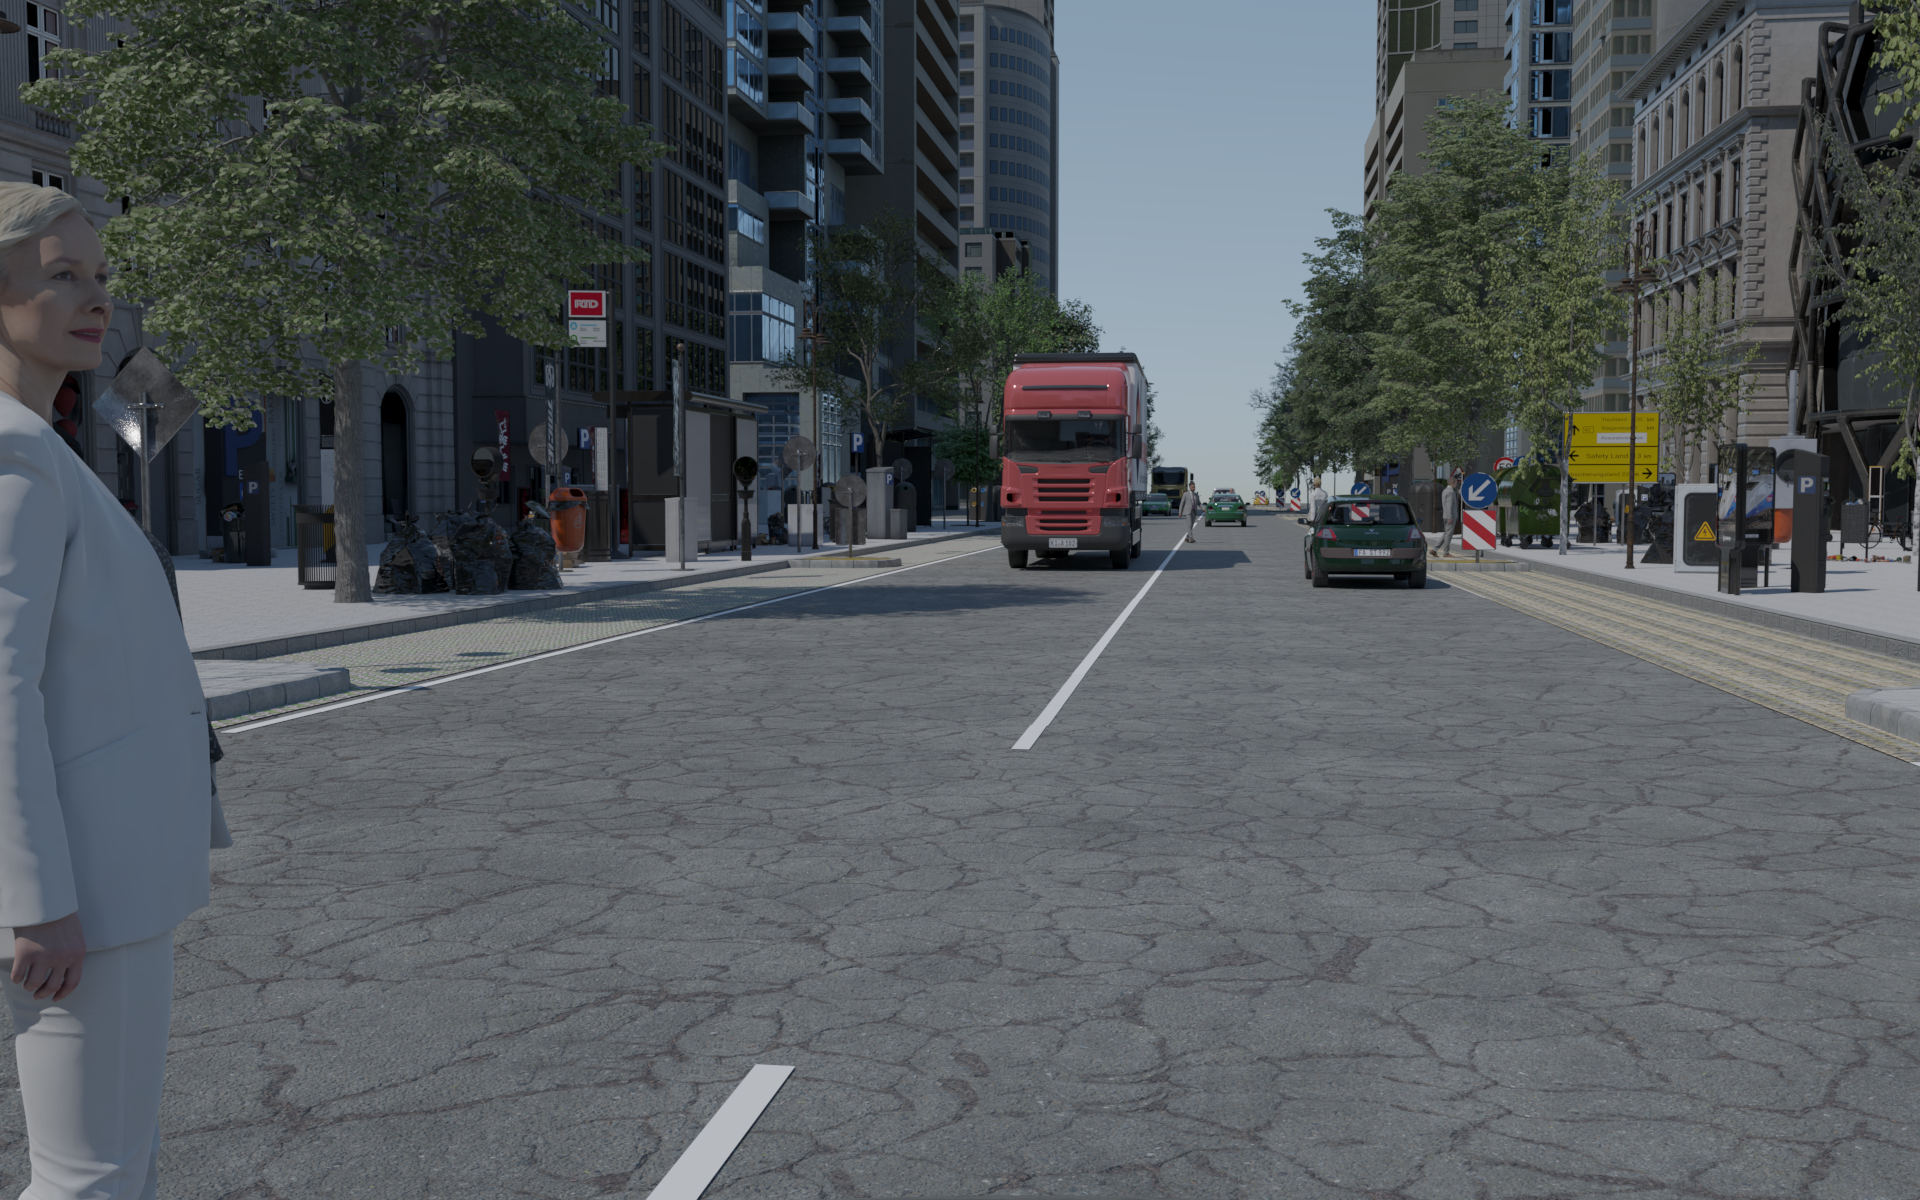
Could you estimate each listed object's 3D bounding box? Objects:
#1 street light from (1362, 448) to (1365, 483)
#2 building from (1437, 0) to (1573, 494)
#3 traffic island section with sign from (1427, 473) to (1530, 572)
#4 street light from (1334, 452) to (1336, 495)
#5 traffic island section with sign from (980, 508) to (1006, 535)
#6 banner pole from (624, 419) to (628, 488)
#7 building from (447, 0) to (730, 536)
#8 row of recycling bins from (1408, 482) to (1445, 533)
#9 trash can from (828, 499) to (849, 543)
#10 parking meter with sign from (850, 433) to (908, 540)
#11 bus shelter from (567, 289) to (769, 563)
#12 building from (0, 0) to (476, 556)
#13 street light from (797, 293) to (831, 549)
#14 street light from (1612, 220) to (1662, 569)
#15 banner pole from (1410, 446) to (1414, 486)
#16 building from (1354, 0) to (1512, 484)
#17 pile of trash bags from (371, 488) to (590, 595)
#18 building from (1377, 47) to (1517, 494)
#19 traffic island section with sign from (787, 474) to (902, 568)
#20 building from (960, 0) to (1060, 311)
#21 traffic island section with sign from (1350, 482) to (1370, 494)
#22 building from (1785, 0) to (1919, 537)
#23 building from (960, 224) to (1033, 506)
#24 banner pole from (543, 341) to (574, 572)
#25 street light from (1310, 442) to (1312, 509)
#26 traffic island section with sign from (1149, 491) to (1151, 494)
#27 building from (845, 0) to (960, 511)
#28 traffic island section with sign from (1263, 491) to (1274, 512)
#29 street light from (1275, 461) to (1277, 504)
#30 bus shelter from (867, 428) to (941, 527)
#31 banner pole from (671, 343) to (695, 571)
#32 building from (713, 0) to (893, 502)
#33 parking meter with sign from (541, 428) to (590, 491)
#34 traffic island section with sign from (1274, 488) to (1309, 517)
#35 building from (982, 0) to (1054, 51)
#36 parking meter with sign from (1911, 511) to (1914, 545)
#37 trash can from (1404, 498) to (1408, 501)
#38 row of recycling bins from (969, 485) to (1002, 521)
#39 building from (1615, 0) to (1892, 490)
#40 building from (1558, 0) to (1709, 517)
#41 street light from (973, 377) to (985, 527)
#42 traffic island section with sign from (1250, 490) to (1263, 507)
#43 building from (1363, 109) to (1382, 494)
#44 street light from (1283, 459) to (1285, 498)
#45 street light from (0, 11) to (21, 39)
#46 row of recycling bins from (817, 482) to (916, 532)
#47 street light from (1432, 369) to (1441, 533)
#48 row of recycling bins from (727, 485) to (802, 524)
[{"bbox_3d":[19.489,-6.779,83.623,0.468,5.910,1.993,1,4,8],"label":"street light"},{"bbox_3d":[48.981,-49.851,127.741,22.319,86.520,31.000,1,4,8],"label":"building"},{"bbox_3d":[9.571,-1.473,32.704,1.989,1.847,2.006,1,4,8],"label":"traffic island section with sign"},{"bbox_3d":[22.799,-8.105,105.299,0.468,5.910,1.993,1,4,8],"label":"street light"},{"bbox_3d":[1.807,-3.213,61.162,1.989,1.847,2.006,1,4,8],"label":"traffic island section with sign"},{"bbox_3d":[-9.219,-3.541,47.910,0.401,3.779,0.863,0,4,-5],"label":"banner pole"},{"bbox_3d":[-17.974,-16.375,61.234,14.314,27.812,24.014,1,4,8],"label":"building"},{"bbox_3d":[15.920,-3.190,59.275,1.069,1.692,3.534,0,4,7],"label":"row of recycling bins"},{"bbox_3d":[-3.143,-2.082,45.702,0.748,1.137,0.748,0,3,0],"label":"trash can"},{"bbox_3d":[-2.269,-3.225,48.993,1.738,3.016,0.543,2,4,35],"label":"parking meter with sign"},{"bbox_3d":[-6.219,-3.603,36.538,2.179,5.291,8.768,1,4,8],"label":"bus shelter"},{"bbox_3d":[-21.749,-11.983,37.720,13.314,21.916,24.055,1,4,8],"label":"building"},{"bbox_3d":[-3.355,-4.111,39.995,0.468,5.910,1.993,1,4,8],"label":"street light"},{"bbox_3d":[11.505,-3.473,29.570,0.468,5.910,1.993,1,4,8],"label":"street light"},{"bbox_3d":[19.881,-5.271,76.204,0.401,3.779,0.863,2,4,26],"label":"banner pole"},{"bbox_3d":[63.358,-48.252,227.175,20.563,71.187,20.611,1,4,8],"label":"building"},{"bbox_3d":[-6.212,-0.844,23.546,1.912,1.369,3.447,2,4,24],"label":"pile of trash bags"},{"bbox_3d":[57.116,-34.355,185.403,21.300,48.544,21.600,1,4,8],"label":"building"},{"bbox_3d":[-2.213,-1.563,34.177,1.989,1.847,2.006,1,4,8],"label":"traffic island section with sign"},{"bbox_3d":[0.199,-40.857,210.018,21.231,58.520,28.212,1,4,8],"label":"building"},{"bbox_3d":[13.555,-3.106,59.404,1.989,1.847,2.006,1,4,8],"label":"traffic island section with sign"},{"bbox_3d":[34.987,-11.353,53.073,16.820,18.784,16.811,1,4,8],"label":"building"},{"bbox_3d":[0.283,-25.554,189.508,14.160,30.474,14.107,1,4,8],"label":"building"},{"bbox_3d":[-6.597,-2.333,28.170,0.401,3.779,0.863,0,4,7],"label":"banner pole"},{"bbox_3d":[26.783,-9.740,132.038,0.468,5.910,1.993,1,4,8],"label":"street light"},{"bbox_3d":[21.424,-11.243,192.456,1.989,1.847,2.006,1,4,8],"label":"traffic island section with sign"},{"bbox_3d":[-12.109,-30.979,130.213,21.300,48.544,21.600,1,4,8],"label":"building"},{"bbox_3d":[24.960,-7.773,135.715,1.989,1.847,2.006,1,4,8],"label":"traffic island section with sign"},{"bbox_3d":[39.231,-14.803,214.820,0.468,5.910,1.993,1,4,8],"label":"street light"},{"bbox_3d":[-2.052,-4.495,64.770,1.731,3.624,6.357,1,4,9],"label":"bus shelter"},{"bbox_3d":[-4.653,-2.363,28.657,0.401,3.779,0.863,0,4,3],"label":"banner pole"},{"bbox_3d":[-15.976,-48.344,103.088,22.319,86.520,31.000,1,4,8],"label":"building"},{"bbox_3d":[-10.731,-3.045,46.046,1.738,3.016,0.543,1,4,17],"label":"parking meter with sign"},{"bbox_3d":[20.970,-6.140,109.012,1.989,1.847,2.006,1,4,8],"label":"traffic island section with sign"},{"bbox_3d":[4.227,-48.649,233.667,20.563,71.187,20.611,1,4,8],"label":"building"},{"bbox_3d":[24.410,-2.890,43.519,0.543,3.016,1.738,3,5,44],"label":"parking meter with sign"},{"bbox_3d":[16.611,-3.207,64.087,0.748,1.137,0.748,0,3,0],"label":"trash can"},{"bbox_3d":[1.581,-4.678,83.591,1.069,1.692,3.534,-2,4,-30],"label":"row of recycling bins"},{"bbox_3d":[34.884,-14.839,71.490,11.050,23.489,19.941,1,4,8],"label":"building"},{"bbox_3d":[49.581,-25.042,101.317,32.217,40.220,23.993,1,4,8],"label":"building"},{"bbox_3d":[0.667,-5.746,66.729,0.468,5.910,1.993,1,4,8],"label":"street light"},{"bbox_3d":[33.076,-11.099,190.102,1.989,1.847,2.006,1,4,8],"label":"traffic island section with sign"},{"bbox_3d":[59.783,-35.668,206.866,21.300,48.544,21.600,1,4,8],"label":"building"},{"bbox_3d":[35.114,-13.158,187.921,0.468,5.910,1.993,1,4,8],"label":"street light"},{"bbox_3d":[-7.450,-2.427,12.464,0.468,5.910,1.993,1,4,8],"label":"street light"},{"bbox_3d":[-3.194,-3.185,59.193,3.534,1.692,1.069,1,4,14],"label":"row of recycling bins"},{"bbox_3d":[15.472,-5.109,56.312,0.468,5.910,1.993,1,4,8],"label":"street light"},{"bbox_3d":[-8.557,-4.202,75.819,3.534,1.692,1.069,1,4,15],"label":"row of recycling bins"}]
